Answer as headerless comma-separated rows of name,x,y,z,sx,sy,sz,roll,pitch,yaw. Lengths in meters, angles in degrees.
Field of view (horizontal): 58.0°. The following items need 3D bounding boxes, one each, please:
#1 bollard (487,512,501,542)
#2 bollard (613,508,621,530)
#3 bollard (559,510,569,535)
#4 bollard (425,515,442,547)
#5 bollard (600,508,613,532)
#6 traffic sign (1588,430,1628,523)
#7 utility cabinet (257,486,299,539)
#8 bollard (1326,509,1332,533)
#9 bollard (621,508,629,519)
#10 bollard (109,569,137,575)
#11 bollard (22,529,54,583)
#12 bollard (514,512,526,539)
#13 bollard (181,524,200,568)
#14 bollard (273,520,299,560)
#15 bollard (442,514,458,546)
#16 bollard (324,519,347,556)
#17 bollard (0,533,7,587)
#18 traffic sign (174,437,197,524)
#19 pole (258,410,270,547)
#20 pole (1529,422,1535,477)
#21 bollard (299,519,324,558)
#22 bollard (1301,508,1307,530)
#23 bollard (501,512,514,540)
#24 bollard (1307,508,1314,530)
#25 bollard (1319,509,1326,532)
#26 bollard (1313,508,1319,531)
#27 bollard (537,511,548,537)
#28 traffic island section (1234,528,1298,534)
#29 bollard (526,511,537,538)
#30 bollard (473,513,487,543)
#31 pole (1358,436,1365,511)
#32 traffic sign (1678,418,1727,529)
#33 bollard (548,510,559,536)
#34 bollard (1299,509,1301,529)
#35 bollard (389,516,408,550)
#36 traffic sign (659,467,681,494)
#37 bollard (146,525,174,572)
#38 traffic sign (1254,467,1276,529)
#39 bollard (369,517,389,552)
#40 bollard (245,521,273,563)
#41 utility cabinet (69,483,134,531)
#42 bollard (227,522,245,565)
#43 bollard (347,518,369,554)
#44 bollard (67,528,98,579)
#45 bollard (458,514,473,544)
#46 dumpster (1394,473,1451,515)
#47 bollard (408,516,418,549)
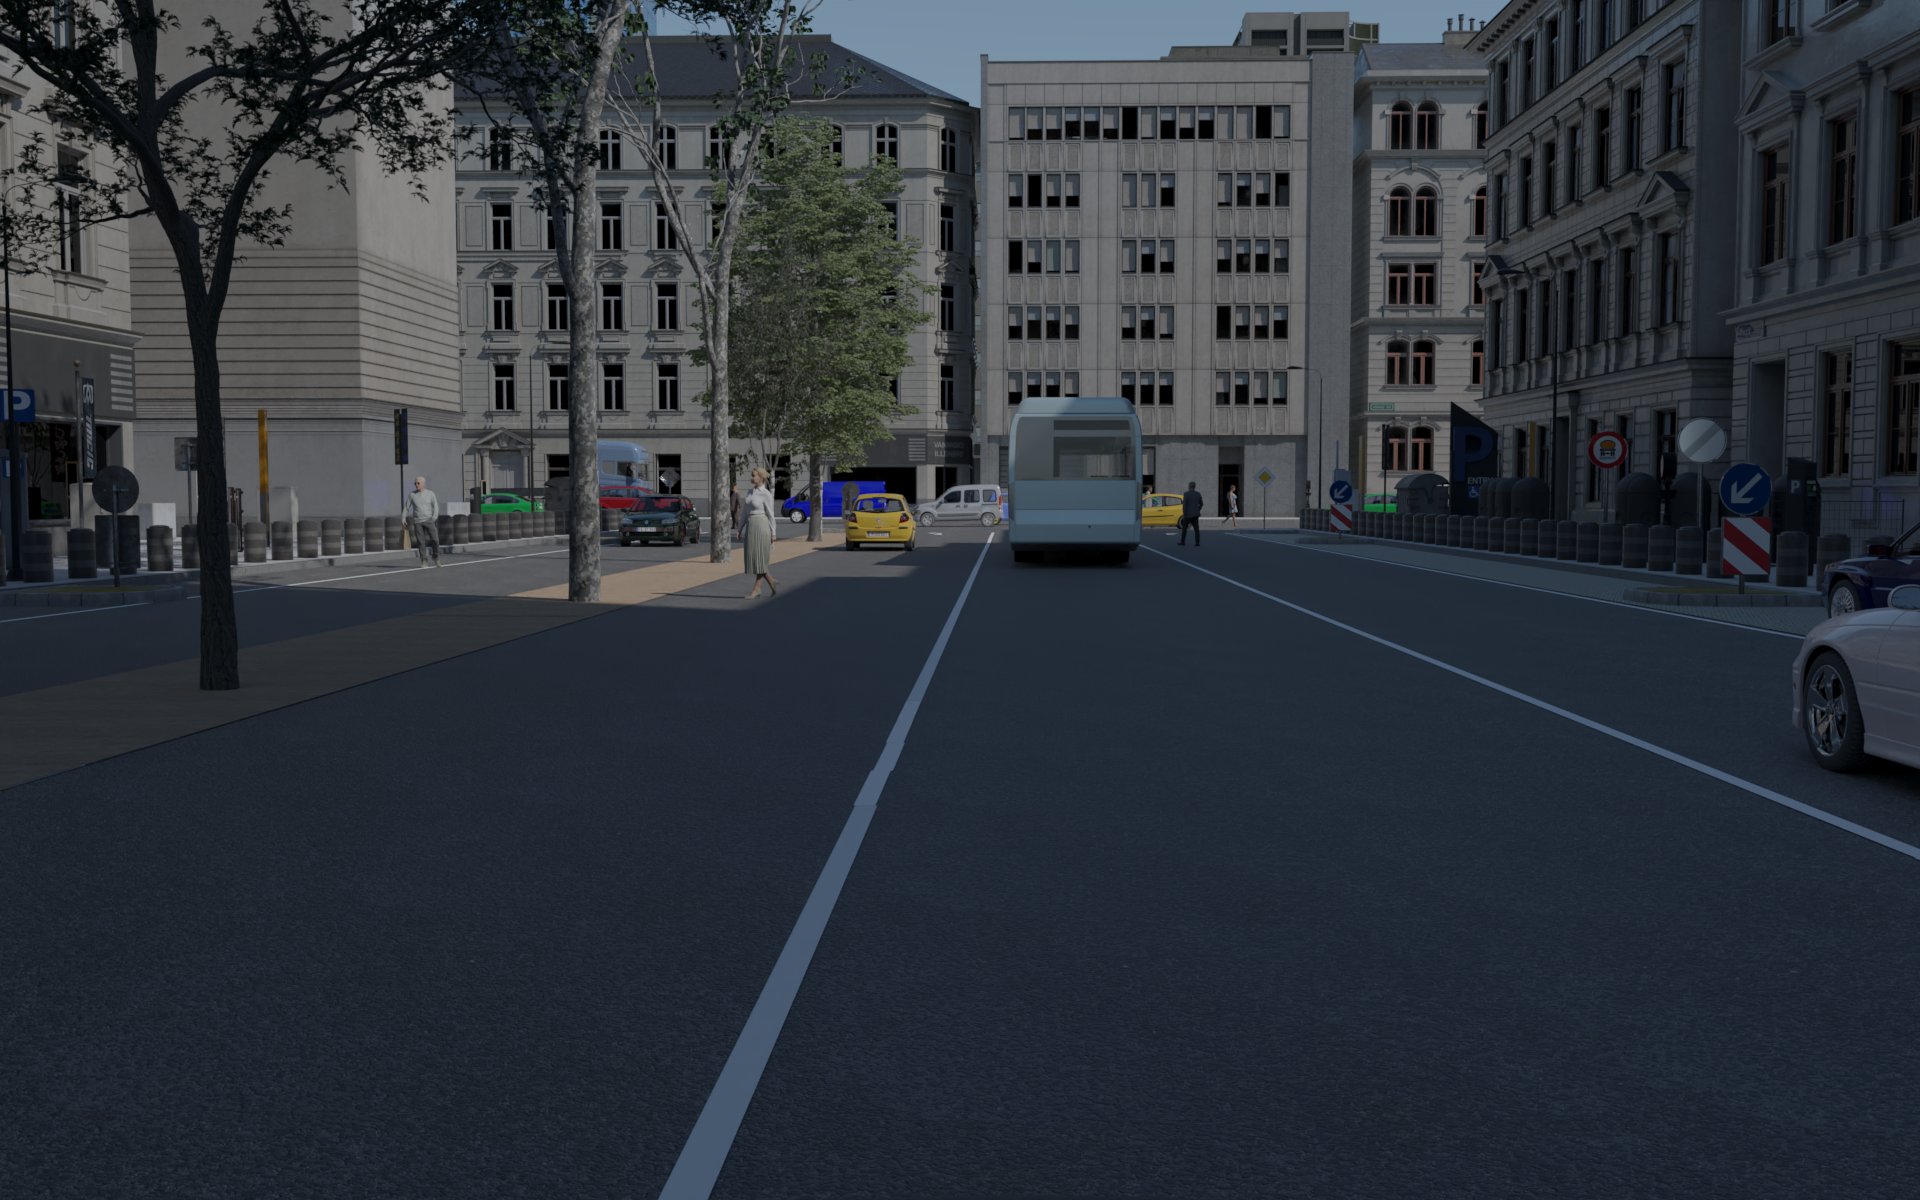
bollard,-12.774,-1.969,46.910,0.404,0.777,0.398,0,3,0
bollard,-12.345,-2.854,61.380,0.404,0.777,0.398,0,3,0
bollard,-12.563,-2.412,54.145,0.404,0.777,0.398,0,3,0
bollard,-12.914,-1.674,42.094,0.404,0.777,0.398,0,3,0
bollard,-12.381,-2.780,60.174,0.404,0.777,0.398,0,3,0
traffic sign,12.980,-2.121,34.789,0.768,2.556,0.104,1,4,10
utility cabinet,-19.200,-2.452,48.766,1.173,1.500,0.318,1,4,19
bollard,12.543,-2.638,57.844,0.404,0.777,0.398,0,3,0
bollard,-12.308,-2.928,62.584,0.404,0.777,0.398,0,3,0
bollard,-13.345,-0.789,27.610,0.404,0.777,0.398,0,3,0
bollard,-13.418,-0.641,25.201,0.404,0.777,0.398,0,3,0
bollard,-12.705,-2.116,49.321,0.404,0.777,0.398,0,3,0
bollard,-13.277,-0.936,30.017,0.404,0.777,0.398,0,3,0
bollard,-13.166,-1.157,33.636,0.404,0.777,0.398,0,3,0
bollard,-12.883,-1.748,43.295,0.404,0.777,0.398,0,3,0
bollard,-13.096,-1.305,36.058,0.404,0.777,0.398,0,3,0
bollard,-13.452,-0.568,23.996,0.404,0.777,0.398,0,3,0
traffic sign,-13.791,-1.768,31.032,0.606,2.300,0.079,1,4,11
pole,-16.825,-2.937,41.870,0.158,3.312,0.155,0,3,0
pole,16.194,-3.378,49.080,0.158,3.312,0.155,0,3,0
bollard,-13.131,-1.231,34.847,0.404,0.777,0.398,0,3,0
bollard,12.688,-2.933,62.678,0.404,0.777,0.398,0,3,0
bollard,-12.736,-2.043,48.120,0.404,0.777,0.398,0,3,0
bollard,12.646,-2.859,61.456,0.404,0.777,0.398,0,3,0
bollard,12.580,-2.712,59.054,0.404,0.777,0.398,0,3,0
bollard,12.613,-2.785,60.255,0.404,0.777,0.398,0,3,0
bollard,-12.628,-2.263,51.723,0.404,0.777,0.398,0,3,0
traffic island section,11.102,-2.496,63.087,2.009,0.180,2.903,0,4,2
bollard,-12.666,-2.190,50.522,0.404,0.777,0.398,0,3,0
bollard,-12.812,-1.895,45.701,0.404,0.777,0.398,0,3,0
pole,14.041,-4.079,60.535,0.158,3.312,0.155,0,3,0
traffic sign,12.367,-1.764,28.941,0.768,2.556,0.104,1,4,11
bollard,-12.600,-2.338,52.944,0.404,0.777,0.398,0,3,0
bollard,12.725,-3.007,63.879,0.404,0.777,0.398,0,3,0
bollard,-12.991,-1.528,39.692,0.404,0.777,0.398,0,3,0
traffic sign,-10.656,-3.672,63.673,0.795,2.450,0.064,0,4,2
bollard,-13.308,-0.862,28.811,0.404,0.777,0.398,0,3,0
traffic sign,11.078,-3.631,63.010,0.795,2.450,0.064,0,4,2
bollard,-13.025,-1.453,38.477,0.404,0.777,0.398,0,3,0
bollard,-13.204,-1.084,32.434,0.404,0.777,0.398,0,3,0
utility cabinet,-16.937,-1.561,34.197,1.173,1.500,0.318,0,4,8
bollard,-13.238,-1.010,31.228,0.404,0.777,0.398,0,3,0
bollard,-13.057,-1.380,37.276,0.404,0.777,0.398,0,3,0
bollard,-13.383,-0.715,26.403,0.404,0.777,0.398,0,3,0
bollard,-12.845,-1.822,44.500,0.404,0.777,0.398,0,3,0
dumpster,13.175,-2.665,49.330,1.264,1.857,1.865,0,4,2
bollard,-12.954,-1.601,40.893,0.404,0.777,0.398,0,3,0
